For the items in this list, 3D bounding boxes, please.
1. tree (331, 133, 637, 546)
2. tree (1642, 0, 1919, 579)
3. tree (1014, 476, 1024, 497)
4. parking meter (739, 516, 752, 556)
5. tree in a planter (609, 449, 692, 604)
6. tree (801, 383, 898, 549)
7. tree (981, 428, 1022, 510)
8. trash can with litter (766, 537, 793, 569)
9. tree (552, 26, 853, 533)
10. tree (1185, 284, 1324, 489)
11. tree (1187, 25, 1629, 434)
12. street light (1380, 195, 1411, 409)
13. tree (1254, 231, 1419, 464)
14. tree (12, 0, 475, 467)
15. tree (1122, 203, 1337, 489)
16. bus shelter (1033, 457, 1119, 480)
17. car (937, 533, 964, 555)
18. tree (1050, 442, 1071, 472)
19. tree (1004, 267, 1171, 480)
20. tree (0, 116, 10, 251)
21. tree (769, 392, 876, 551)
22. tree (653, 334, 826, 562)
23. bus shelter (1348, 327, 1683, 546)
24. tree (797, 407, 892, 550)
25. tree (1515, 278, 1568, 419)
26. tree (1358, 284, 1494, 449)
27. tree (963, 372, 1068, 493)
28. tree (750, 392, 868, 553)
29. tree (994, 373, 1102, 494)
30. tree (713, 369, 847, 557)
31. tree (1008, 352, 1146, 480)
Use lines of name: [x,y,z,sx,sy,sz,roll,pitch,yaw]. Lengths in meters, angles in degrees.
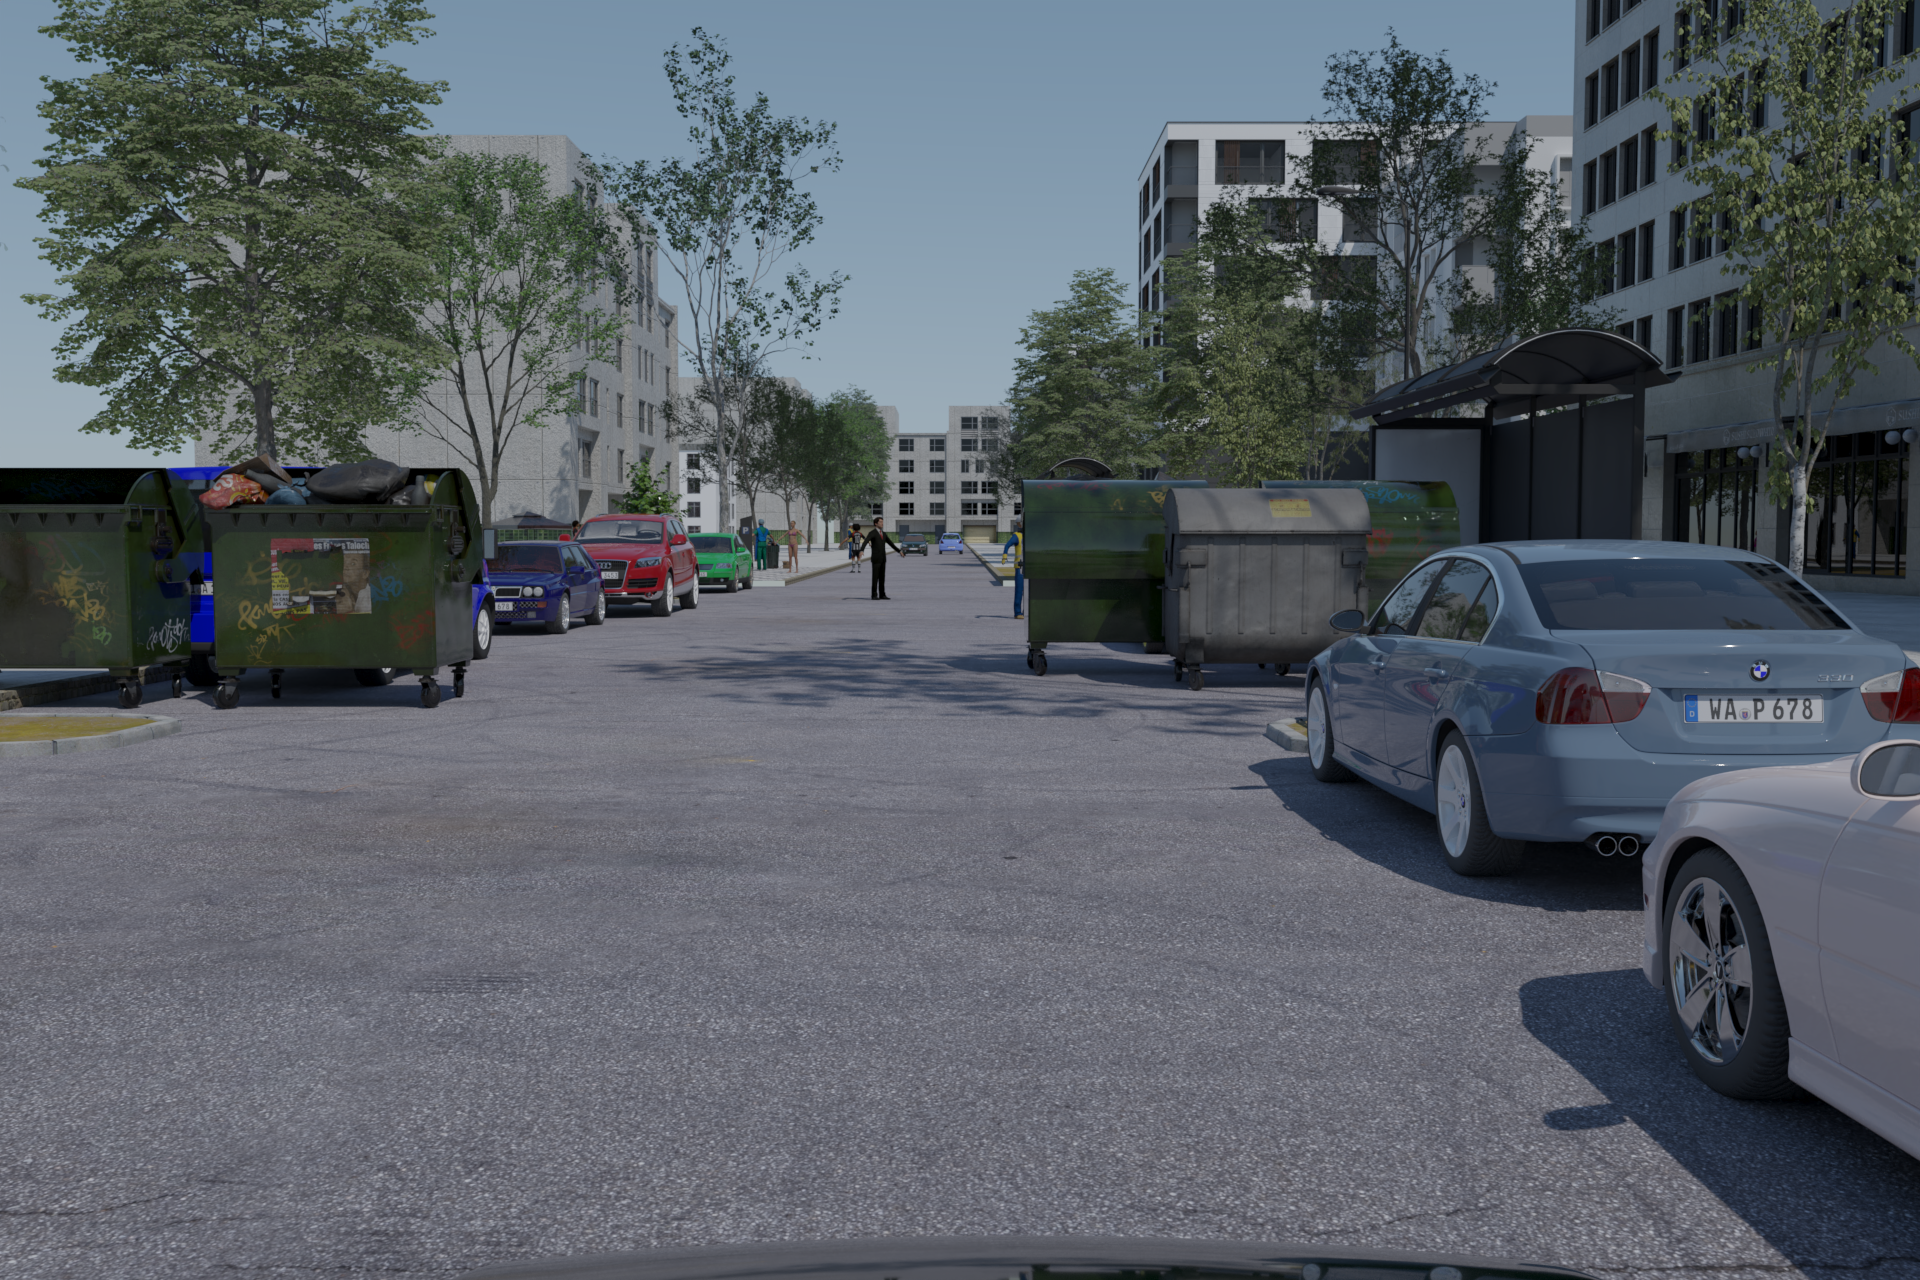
tree: [-12.240,-7.278,44.751,9.928,11.665,9.643,0,3,0]
tree: [9.559,-4.205,19.116,4.737,8.622,4.395,0,3,0]
tree: [6.301,-10.247,117.893,4.360,8.622,3.978,0,3,0]
parking meter: [-6.779,-3.002,54.795,0.399,1.863,0.255,0,4,0]
tree in a planter: [-6.624,-2.397,36.418,1.991,3.239,1.994,0,4,1]
tree: [-9.875,-14.765,148.070,9.857,13.997,8.962,0,3,0]
tree: [5.498,-12.673,141.612,7.601,10.594,8.767,1,4,18]
trash can with litter: [-6.700,-3.226,64.135,1.055,1.170,0.624,0,4,0]
tree: [-10.342,-12.955,67.697,12.611,20.169,13.585,0,3,0]
tree: [8.439,-6.132,50.617,4.737,8.622,4.395,0,3,0]
tree: [8.670,-5.943,31.573,8.767,10.594,7.601,-2,4,-28]
street light: [6.531,-3.102,23.256,1.470,5.913,1.316,0,4,0]
tree: [8.695,-5.667,43.021,4.360,8.622,3.978,0,3,0]
tree: [-12.030,-6.802,29.345,7.486,12.596,7.792,0,3,0]
tree: [9.504,-8.681,60.061,7.486,12.596,7.792,0,3,0]
bus shelter: [3.144,-3.322,48.233,2.014,3.302,5.546,0,4,-1]
car: [-0.651,-6.922,122.759,1.945,1.707,3.694,0,4,-1]
tree: [5.577,-9.849,111.393,4.360,8.622,3.978,0,3,0]
tree: [5.441,-9.535,74.019,7.486,12.596,7.792,0,3,0]
tree: [-12.651,-4.200,19.025,4.360,8.622,3.978,0,3,0]
tree: [-9.976,-12.354,127.738,9.928,11.665,9.643,0,3,0]
tree: [-9.685,-8.942,80.620,7.601,10.594,8.767,3,5,40]
bus shelter: [6.037,-1.578,19.724,2.014,3.302,5.546,0,3,0]
tree: [-9.305,-12.937,137.271,9.928,11.665,9.643,0,3,0]
tree: [23.111,-8.478,64.373,9.928,11.665,9.643,0,3,0]
tree: [14.232,-6.100,50.094,4.360,8.622,3.978,0,3,0]
tree: [5.288,-13.245,126.926,12.009,13.543,11.850,0,3,0]
tree: [-10.094,-11.007,114.381,8.767,10.594,7.601,0,4,4]
tree: [5.429,-9.941,96.955,7.601,10.594,8.767,-1,4,-17]
tree: [-9.795,-9.965,97.340,7.601,10.594,8.767,1,4,16]
tree: [5.901,-9.334,87.022,7.601,10.594,8.767,0,4,-1]
